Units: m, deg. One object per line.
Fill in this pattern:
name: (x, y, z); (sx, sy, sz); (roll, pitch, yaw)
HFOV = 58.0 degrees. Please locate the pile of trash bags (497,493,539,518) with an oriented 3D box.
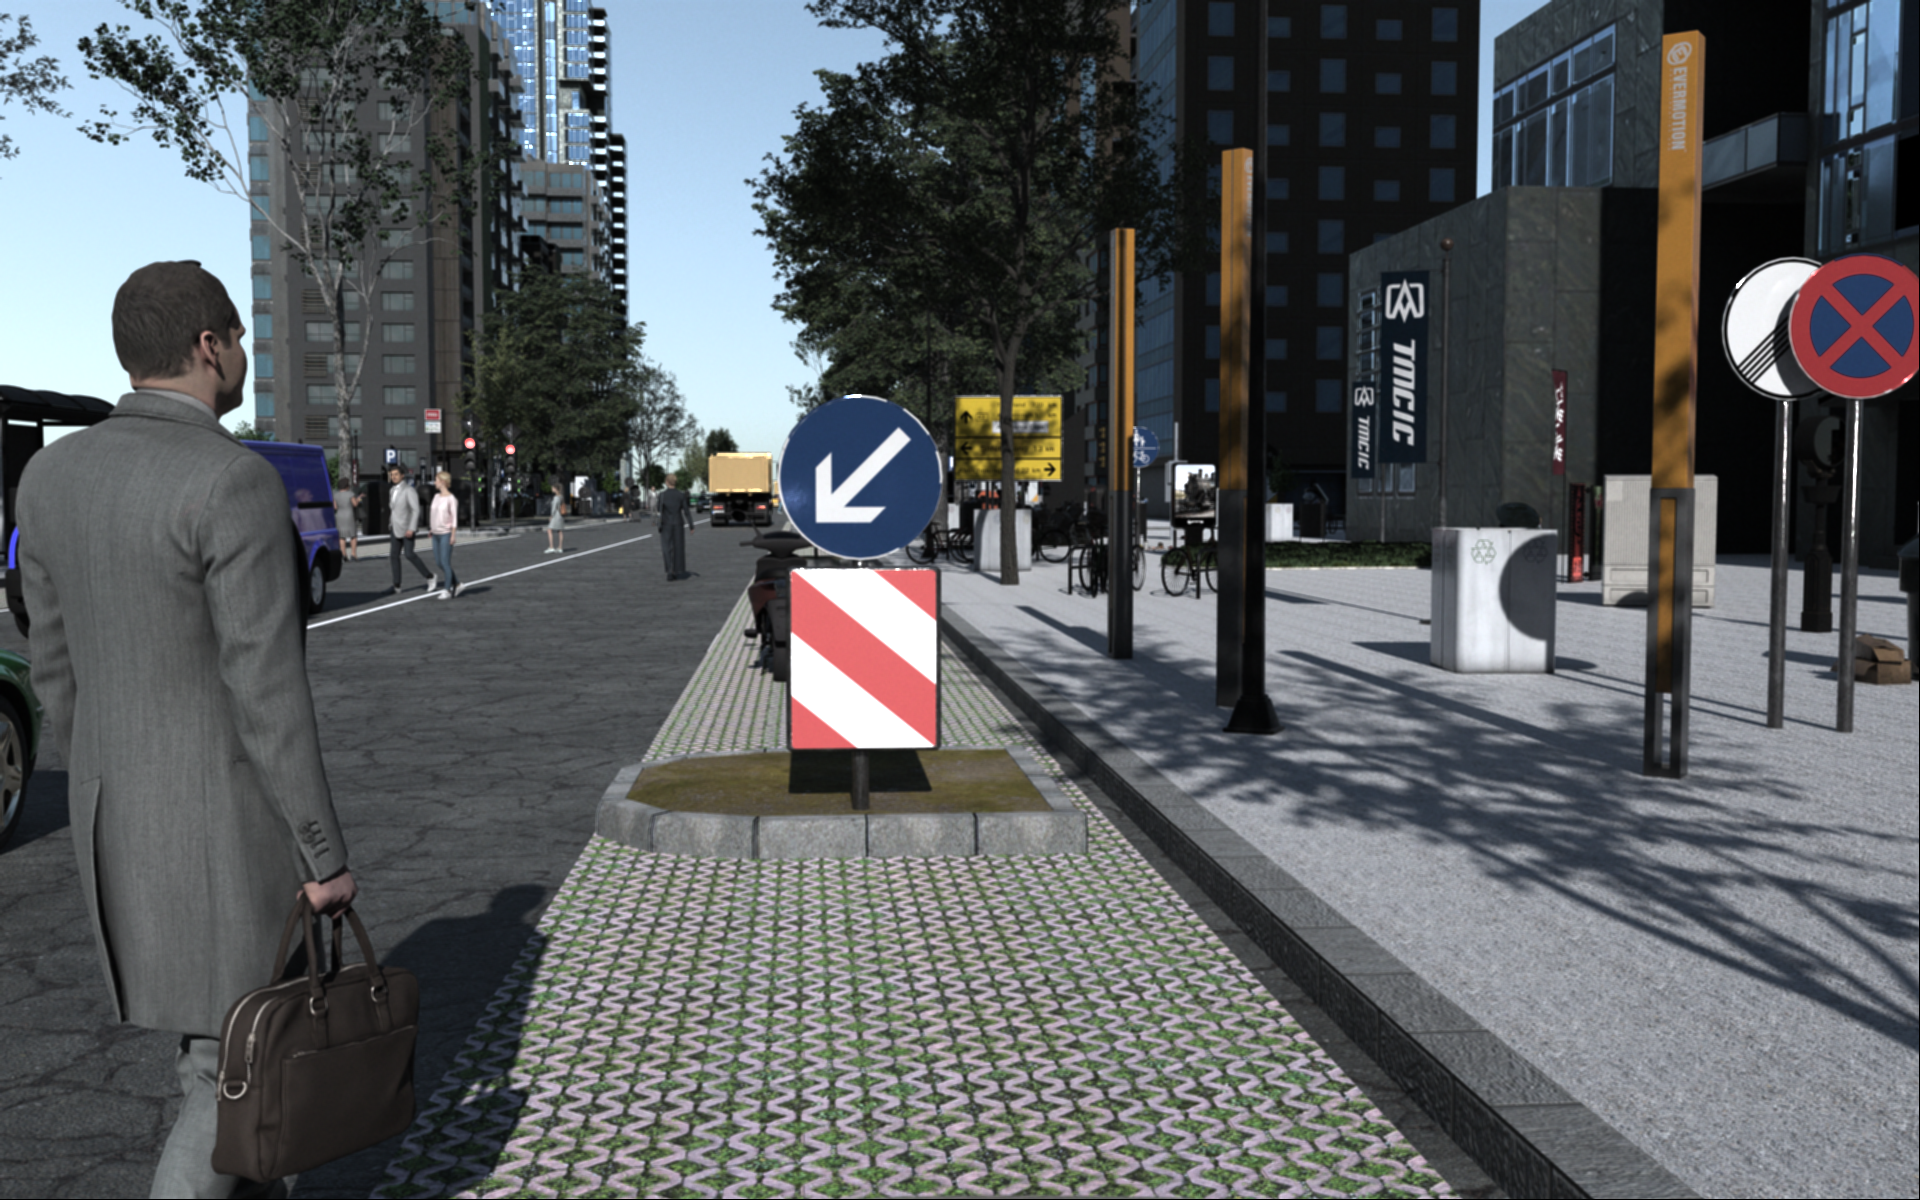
pile of trash bags: (-24.940, -5.147, 93.900); (3.447, 1.369, 1.912); (-2, 4, -26)

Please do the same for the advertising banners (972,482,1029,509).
advertising banners: (1.408, -3.722, 57.040); (2.074, 3.025, 0.090); (1, 4, 18)

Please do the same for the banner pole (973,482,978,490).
banner pole: (0.764, -6.210, 91.551); (0.401, 3.779, 0.863); (-3, 5, -40)

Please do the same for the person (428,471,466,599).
person: (-7.032, -0.891, 23.735); (0.731, 1.740, 0.598); (2, 4, 30)

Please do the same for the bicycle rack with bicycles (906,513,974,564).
bicycle rack with bicycles: (0.634, -1.168, 32.477); (2.925, 0.926, 2.852); (1, 4, 10)

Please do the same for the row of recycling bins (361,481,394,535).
row of recycling bins: (-18.656, -2.973, 55.727); (1.069, 1.692, 3.534); (-1, 4, -15)

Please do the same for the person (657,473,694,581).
person: (-4.724, -1.207, 28.650); (0.576, 1.772, 0.534); (-2, 4, -34)

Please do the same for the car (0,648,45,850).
car: (-4.550, 0.211, 5.339); (1.959, 1.807, 4.718); (0, 4, -5)

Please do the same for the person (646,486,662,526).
person: (-13.913, -4.289, 78.740); (0.709, 1.813, 0.853); (-3, 4, -36)

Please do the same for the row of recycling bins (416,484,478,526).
row of recycling bins: (-20.897, -3.874, 70.456); (1.069, 1.692, 3.534); (1, 4, 18)

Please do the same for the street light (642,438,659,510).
street light: (-25.375, -10.378, 142.215); (1.470, 5.913, 1.316); (0, 4, -5)

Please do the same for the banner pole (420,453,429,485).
banner pole: (-32.294, -7.009, 104.618); (0.401, 3.779, 0.863); (2, 4, 28)

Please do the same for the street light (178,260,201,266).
street light: (-15.750, -3.787, 34.465); (1.470, 5.913, 1.316); (0, 4, -5)

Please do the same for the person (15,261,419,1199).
person: (-1.236, 0.348, 2.908); (0.694, 1.812, 0.767); (2, 4, 28)

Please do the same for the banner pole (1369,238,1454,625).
banner pole: (4.539, -1.657, 17.104); (0.863, 3.779, 0.401); (1, 4, 21)

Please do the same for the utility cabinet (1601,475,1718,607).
utility cabinet: (7.925, -0.671, 19.651); (1.173, 1.500, 0.318); (1, 4, 16)

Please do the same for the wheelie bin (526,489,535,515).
wheelie bin: (-26.833, -6.112, 107.837); (0.693, 1.594, 0.980); (2, 4, 29)

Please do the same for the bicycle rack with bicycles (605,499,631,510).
bicycle rack with bicycles: (-27.307, -7.728, 139.732); (2.852, 0.926, 2.925); (-2, 4, -30)

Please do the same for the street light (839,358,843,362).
street light: (-3.501, -5.313, 59.405); (1.470, 5.913, 1.316); (0, 4, -5)

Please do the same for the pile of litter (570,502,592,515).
pile of litter: (-22.936, -5.520, 104.212); (1.719, 0.858, 1.176); (-1, 4, -11)

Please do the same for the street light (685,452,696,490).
street light: (-29.966, -13.463, 192.666); (1.470, 5.913, 1.316); (0, 4, -5)

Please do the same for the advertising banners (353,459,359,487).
advertising banners: (-29.314, -5.453, 85.341); (2.074, 3.025, 0.090); (3, 4, 37)

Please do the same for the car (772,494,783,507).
car: (-18.243, -9.927, 172.525); (2.015, 1.641, 3.980); (0, 4, -5)

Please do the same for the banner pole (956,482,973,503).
banner pole: (0.005, -4.291, 60.169); (0.401, 3.779, 0.863); (-1, 4, -21)

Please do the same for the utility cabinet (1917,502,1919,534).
utility cabinet: (11.425, -0.517, 19.611); (0.306, 1.237, 1.020); (-3, 5, -41)

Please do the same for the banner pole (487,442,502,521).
banner pole: (-22.416, -5.714, 83.433); (0.401, 3.779, 0.863); (3, 5, 44)

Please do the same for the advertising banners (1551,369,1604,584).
advertising banners: (8.951, -1.766, 25.062); (0.090, 3.025, 2.074); (3, 5, 41)

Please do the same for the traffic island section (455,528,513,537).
traffic island section: (-16.432, -2.208, 58.378); (2.009, 0.180, 2.903); (0, 4, -5)

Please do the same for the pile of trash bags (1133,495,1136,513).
pile of trash bags: (3.810, -2.560, 51.606); (3.447, 1.369, 1.912); (-2, 4, -33)

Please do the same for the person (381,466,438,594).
person: (-8.019, -1.027, 25.134); (0.661, 1.843, 0.795); (3, 5, 41)

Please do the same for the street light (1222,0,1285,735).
street light: (1.054, -2.240, 9.173); (1.470, 5.913, 1.316); (0, 4, -5)

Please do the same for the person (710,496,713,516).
person: (-15.543, -5.864, 108.628); (0.306, 1.304, 0.590); (-1, 4, -15)

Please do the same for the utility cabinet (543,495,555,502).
utility cabinet: (-26.142, -6.056, 110.170); (0.306, 1.237, 1.020); (1, 4, 16)

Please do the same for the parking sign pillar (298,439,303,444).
parking sign pillar: (-32.178, -5.918, 85.238); (1.447, 3.967, 1.447); (-1, 4, -10)

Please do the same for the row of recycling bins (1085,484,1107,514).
row of recycling bins: (5.426, -3.906, 70.970); (1.069, 1.692, 3.534); (-3, 4, -37)

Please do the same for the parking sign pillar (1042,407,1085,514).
parking sign pillar: (3.227, -4.010, 54.037); (1.447, 3.967, 1.447); (0, 4, 0)

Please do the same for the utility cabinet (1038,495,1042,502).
utility cabinet: (5.090, -5.853, 106.854); (0.306, 1.237, 1.020); (2, 4, 33)

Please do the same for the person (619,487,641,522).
person: (-16.813, -4.855, 88.094); (0.699, 1.804, 1.509); (-2, 4, -31)

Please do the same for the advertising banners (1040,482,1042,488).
advertising banners: (3.091, -4.762, 74.054); (0.090, 3.025, 2.074); (-3, 4, -37)

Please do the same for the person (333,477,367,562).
person: (-12.882, -1.704, 36.714); (0.716, 1.782, 0.532); (1, 4, 10)

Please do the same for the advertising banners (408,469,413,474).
advertising banners: (-39.365, -7.696, 122.011); (2.074, 3.025, 0.090); (1, 4, 21)

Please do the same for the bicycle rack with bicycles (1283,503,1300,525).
bicycle rack with bicycles: (12.944, -3.521, 70.953); (2.925, 0.926, 2.852); (2, 4, 27)

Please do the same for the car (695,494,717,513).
car: (-18.977, -7.405, 130.853); (2.009, 1.686, 4.222); (0, 4, -5)

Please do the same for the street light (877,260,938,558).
street light: (-1.161, -3.793, 34.564); (1.470, 5.913, 1.316); (0, 4, -5)

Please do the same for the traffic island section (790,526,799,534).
traffic island section: (-5.602, -2.757, 67.360); (2.009, 0.180, 2.903); (0, 4, -5)

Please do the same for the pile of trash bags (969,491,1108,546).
pile of trash bags: (1.760, -2.101, 44.102); (3.447, 1.369, 1.912); (3, 5, 42)

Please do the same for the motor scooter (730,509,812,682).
motor scooter: (-1.418, -0.063, 13.807); (0.815, 1.314, 1.986); (0, 4, -6)

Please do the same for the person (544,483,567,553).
person: (-9.888, -2.018, 42.497); (0.522, 1.701, 0.512); (0, 4, 8)

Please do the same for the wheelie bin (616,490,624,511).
wheelie bin: (-25.859, -7.611, 132.347); (0.693, 1.594, 0.980); (-3, 4, -36)

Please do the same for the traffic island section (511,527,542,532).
traffic island section: (-17.147, -2.694, 66.331); (2.009, 0.180, 2.903); (0, 4, -5)

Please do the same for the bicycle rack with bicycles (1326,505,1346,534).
bicycle rack with bicycles: (12.922, -2.576, 55.495); (2.852, 0.926, 2.925); (0, 4, -6)

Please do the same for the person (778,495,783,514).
person: (-13.116, -7.160, 126.405); (0.643, 1.720, 0.563); (-3, 4, -37)

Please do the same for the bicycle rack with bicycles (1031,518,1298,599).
bicycle rack with bicycles: (2.417, -0.546, 22.310); (2.852, 0.926, 2.925); (2, 4, 32)

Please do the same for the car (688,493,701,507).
car: (-26.419, -10.015, 172.534); (1.959, 1.807, 4.718); (0, 4, -5)

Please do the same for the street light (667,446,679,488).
street light: (-27.727, -11.924, 167.497); (1.470, 5.913, 1.316); (0, 4, -5)

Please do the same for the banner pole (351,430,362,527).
banner pole: (-23.711, -4.741, 67.528); (0.863, 3.779, 0.401); (1, 4, 20)

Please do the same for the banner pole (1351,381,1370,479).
banner pole: (8.038, -2.679, 33.824); (0.863, 3.779, 0.401); (2, 4, 26)
